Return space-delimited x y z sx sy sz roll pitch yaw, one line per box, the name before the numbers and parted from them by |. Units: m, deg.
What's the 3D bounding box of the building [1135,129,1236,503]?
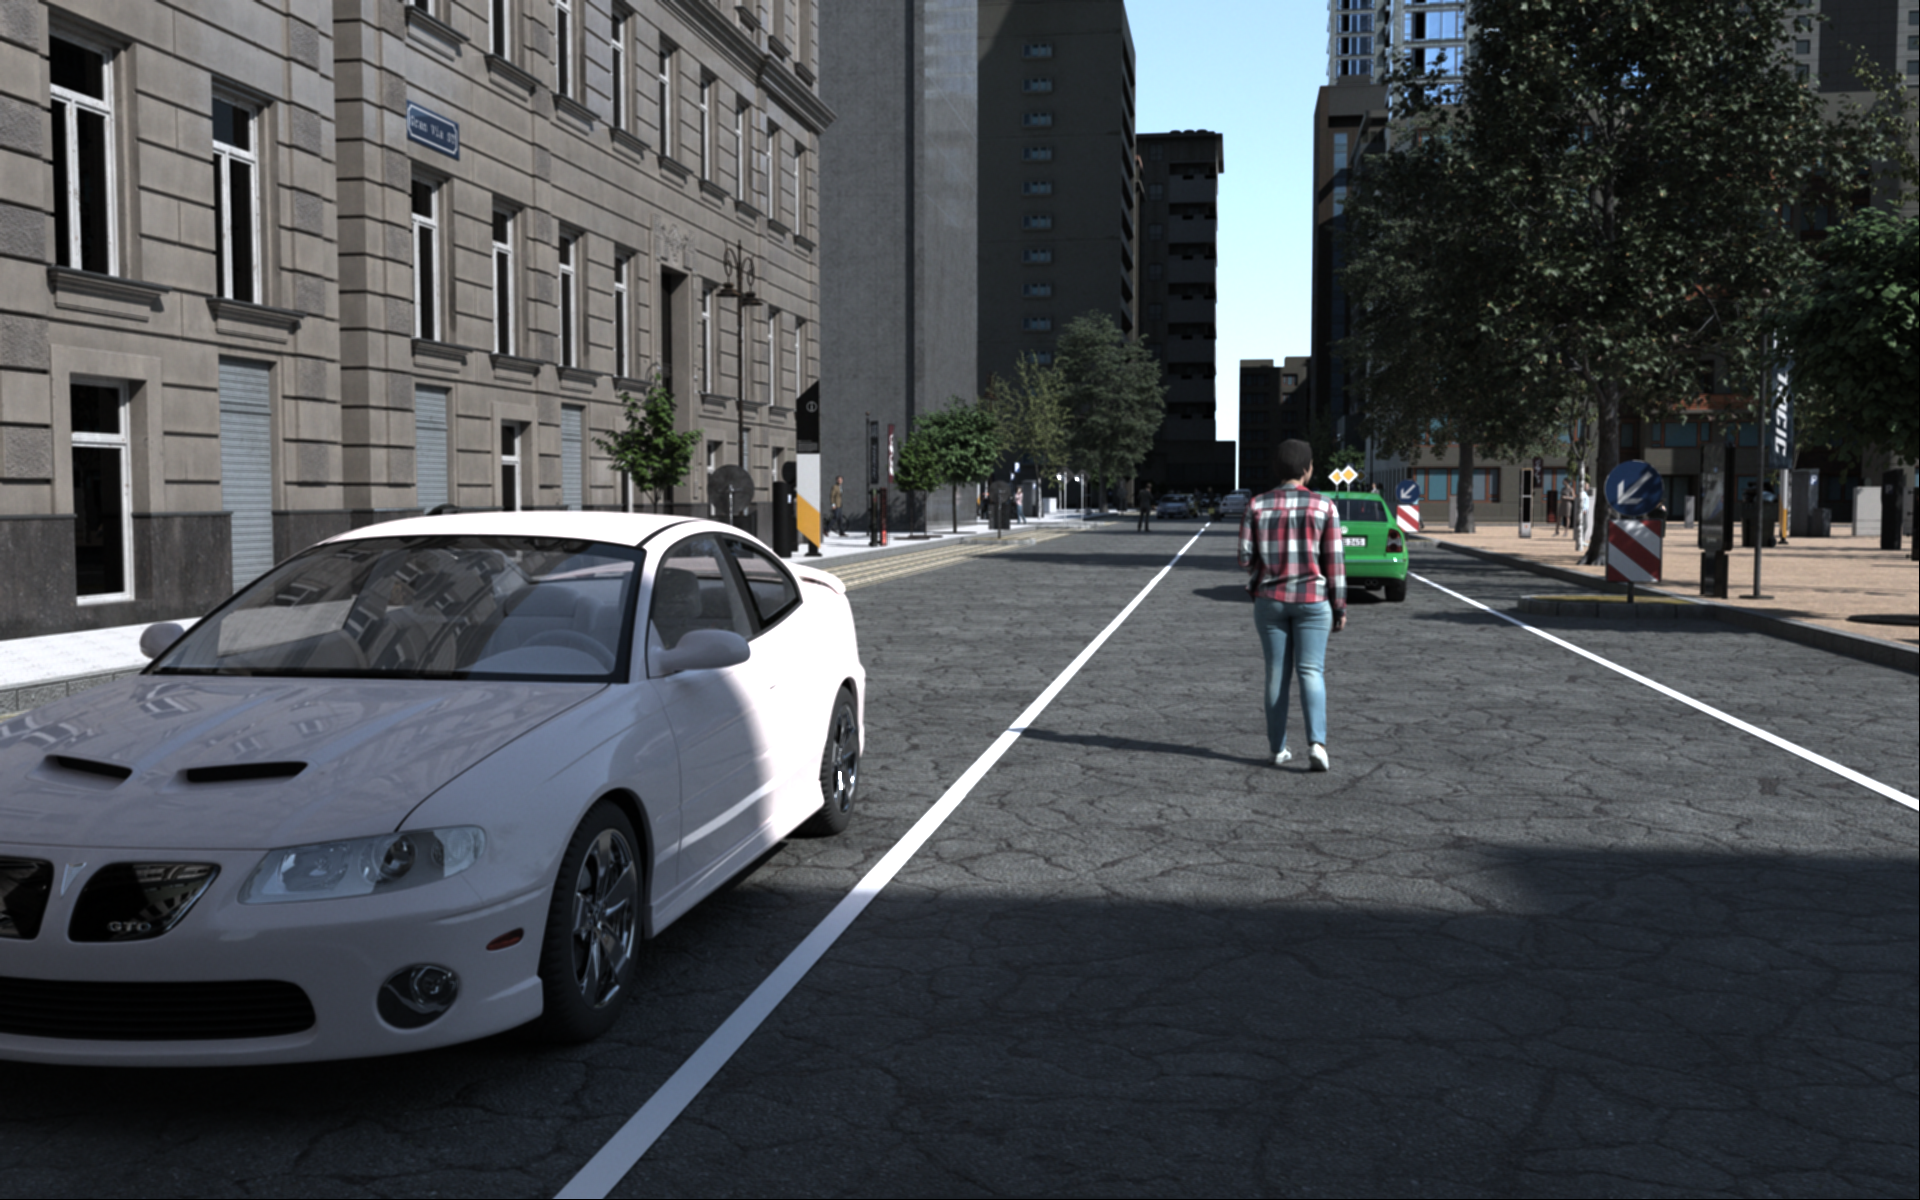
building | 26.233 -40.465 250.836 27.495 52.752 28.713 1 4 9

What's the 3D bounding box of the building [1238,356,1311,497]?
building | 54.441 -24.594 247.145 28.899 21.520 27.650 1 4 9

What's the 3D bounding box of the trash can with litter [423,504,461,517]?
trash can with litter | -6.204 -0.515 19.803 1.055 1.170 0.624 1 4 19

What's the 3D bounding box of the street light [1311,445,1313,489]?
street light | 30.552 -10.868 150.486 0.468 5.910 1.993 1 4 9

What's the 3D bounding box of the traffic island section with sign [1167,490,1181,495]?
traffic island section with sign | 21.888 -10.450 179.479 1.989 1.847 2.006 1 4 9

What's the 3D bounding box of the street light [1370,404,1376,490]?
street light | 20.061 -6.828 84.426 0.468 5.910 1.993 1 4 9

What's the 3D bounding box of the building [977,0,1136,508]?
building | 5.413 -33.142 165.567 21.300 48.544 21.600 1 4 9

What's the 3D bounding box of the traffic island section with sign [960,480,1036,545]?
traffic island section with sign | 1.125 -2.485 49.256 1.989 1.847 2.006 1 4 9

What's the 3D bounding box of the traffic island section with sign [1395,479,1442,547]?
traffic island section with sign | 12.118 -2.384 47.599 1.989 1.847 2.006 1 4 9

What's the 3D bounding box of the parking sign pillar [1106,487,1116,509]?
parking sign pillar | 13.037 -10.041 152.643 1.447 3.967 1.447 -1 4 -14

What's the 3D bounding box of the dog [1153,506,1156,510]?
dog | 15.470 -7.264 138.050 0.540 0.507 0.406 3 5 40

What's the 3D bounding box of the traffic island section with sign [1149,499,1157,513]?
traffic island section with sign | 13.986 -7.417 129.902 1.989 1.847 2.006 1 4 9

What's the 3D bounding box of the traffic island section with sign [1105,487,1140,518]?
traffic island section with sign | 9.727 -5.789 103.284 1.989 1.847 2.006 1 4 9

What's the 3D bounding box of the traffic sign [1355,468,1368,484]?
traffic sign | 20.111 -5.334 86.944 0.795 2.593 0.064 1 4 12

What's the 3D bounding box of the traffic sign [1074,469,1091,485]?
traffic sign | 5.556 -4.696 78.966 0.795 2.593 0.064 1 4 9

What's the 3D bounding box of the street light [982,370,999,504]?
street light | 1.143 -5.603 64.404 0.468 5.910 1.993 1 4 9

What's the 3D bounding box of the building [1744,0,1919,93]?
building | 101.635 -46.823 203.812 20.611 71.187 20.563 1 4 9

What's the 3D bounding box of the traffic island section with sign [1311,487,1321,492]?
traffic island section with sign | 20.726 -5.682 101.527 1.989 1.847 2.006 1 4 9

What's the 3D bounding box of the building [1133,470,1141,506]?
building | 9.047 -45.722 185.801 20.563 71.187 20.611 1 4 9

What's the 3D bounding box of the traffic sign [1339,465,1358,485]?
traffic sign | 15.548 -4.103 69.272 0.795 2.593 0.064 1 4 9

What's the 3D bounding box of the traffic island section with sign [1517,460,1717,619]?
traffic island section with sign | 7.870 -0.755 20.979 1.989 1.847 2.006 1 4 9

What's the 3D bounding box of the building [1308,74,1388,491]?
building | 45.032 -32.760 185.732 14.600 45.320 14.200 1 4 9

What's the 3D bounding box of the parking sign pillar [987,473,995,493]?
parking sign pillar | 2.668 -10.074 153.178 1.447 3.967 1.447 1 4 18

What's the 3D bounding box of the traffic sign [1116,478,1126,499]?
traffic sign | 12.257 -8.056 131.820 0.768 2.556 0.104 1 4 14

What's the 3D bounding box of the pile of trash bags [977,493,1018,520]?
pile of trash bags | 1.923 -4.758 87.552 1.912 1.369 3.447 0 4 -6

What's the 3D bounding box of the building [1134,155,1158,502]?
building | 10.124 -34.474 218.267 28.867 44.769 22.147 1 4 9

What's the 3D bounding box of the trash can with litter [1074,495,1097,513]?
trash can with litter | 8.911 -6.721 120.949 2.233 1.210 1.678 -1 4 -9

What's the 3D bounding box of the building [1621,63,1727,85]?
building | 98.402 -56.431 235.317 31.000 86.520 22.319 1 4 9

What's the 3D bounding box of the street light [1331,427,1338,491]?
street light | 25.397 -8.865 117.723 0.468 5.910 1.993 1 4 9

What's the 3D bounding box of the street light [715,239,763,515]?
street light | -4.007 -3.599 31.639 0.468 5.910 1.993 1 4 9

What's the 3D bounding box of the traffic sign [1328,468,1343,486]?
traffic sign | 16.806 -4.585 77.158 0.795 2.593 0.064 1 4 9

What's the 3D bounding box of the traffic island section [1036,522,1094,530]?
traffic island section | 4.274 -2.989 71.151 2.009 0.180 2.903 1 4 9

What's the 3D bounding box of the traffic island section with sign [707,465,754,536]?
traffic island section with sign | -3.110 -0.857 22.634 1.989 1.847 2.006 1 4 9

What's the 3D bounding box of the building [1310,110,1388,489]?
building | 50.371 -28.980 165.697 32.217 40.220 23.993 1 4 9

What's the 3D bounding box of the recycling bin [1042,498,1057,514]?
recycling bin | 5.878 -6.211 114.105 0.722 1.027 0.722 3 5 44

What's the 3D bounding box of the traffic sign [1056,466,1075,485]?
traffic sign | 4.299 -4.213 71.080 0.795 2.593 0.064 1 4 9

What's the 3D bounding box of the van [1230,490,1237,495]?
van | 32.319 -11.971 202.733 2.013 2.044 4.112 0 4 8

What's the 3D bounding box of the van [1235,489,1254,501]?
van | 25.536 -9.121 156.143 2.013 2.044 4.112 0 4 8

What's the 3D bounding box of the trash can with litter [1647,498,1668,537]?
trash can with litter | 20.214 -2.415 50.879 1.055 1.170 0.624 2 4 32

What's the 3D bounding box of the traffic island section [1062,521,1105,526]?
traffic island section | 5.532 -3.471 79.037 2.009 0.180 2.903 1 4 9

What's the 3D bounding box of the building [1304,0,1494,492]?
building | 52.619 -54.645 206.111 22.319 86.520 31.000 1 4 9
